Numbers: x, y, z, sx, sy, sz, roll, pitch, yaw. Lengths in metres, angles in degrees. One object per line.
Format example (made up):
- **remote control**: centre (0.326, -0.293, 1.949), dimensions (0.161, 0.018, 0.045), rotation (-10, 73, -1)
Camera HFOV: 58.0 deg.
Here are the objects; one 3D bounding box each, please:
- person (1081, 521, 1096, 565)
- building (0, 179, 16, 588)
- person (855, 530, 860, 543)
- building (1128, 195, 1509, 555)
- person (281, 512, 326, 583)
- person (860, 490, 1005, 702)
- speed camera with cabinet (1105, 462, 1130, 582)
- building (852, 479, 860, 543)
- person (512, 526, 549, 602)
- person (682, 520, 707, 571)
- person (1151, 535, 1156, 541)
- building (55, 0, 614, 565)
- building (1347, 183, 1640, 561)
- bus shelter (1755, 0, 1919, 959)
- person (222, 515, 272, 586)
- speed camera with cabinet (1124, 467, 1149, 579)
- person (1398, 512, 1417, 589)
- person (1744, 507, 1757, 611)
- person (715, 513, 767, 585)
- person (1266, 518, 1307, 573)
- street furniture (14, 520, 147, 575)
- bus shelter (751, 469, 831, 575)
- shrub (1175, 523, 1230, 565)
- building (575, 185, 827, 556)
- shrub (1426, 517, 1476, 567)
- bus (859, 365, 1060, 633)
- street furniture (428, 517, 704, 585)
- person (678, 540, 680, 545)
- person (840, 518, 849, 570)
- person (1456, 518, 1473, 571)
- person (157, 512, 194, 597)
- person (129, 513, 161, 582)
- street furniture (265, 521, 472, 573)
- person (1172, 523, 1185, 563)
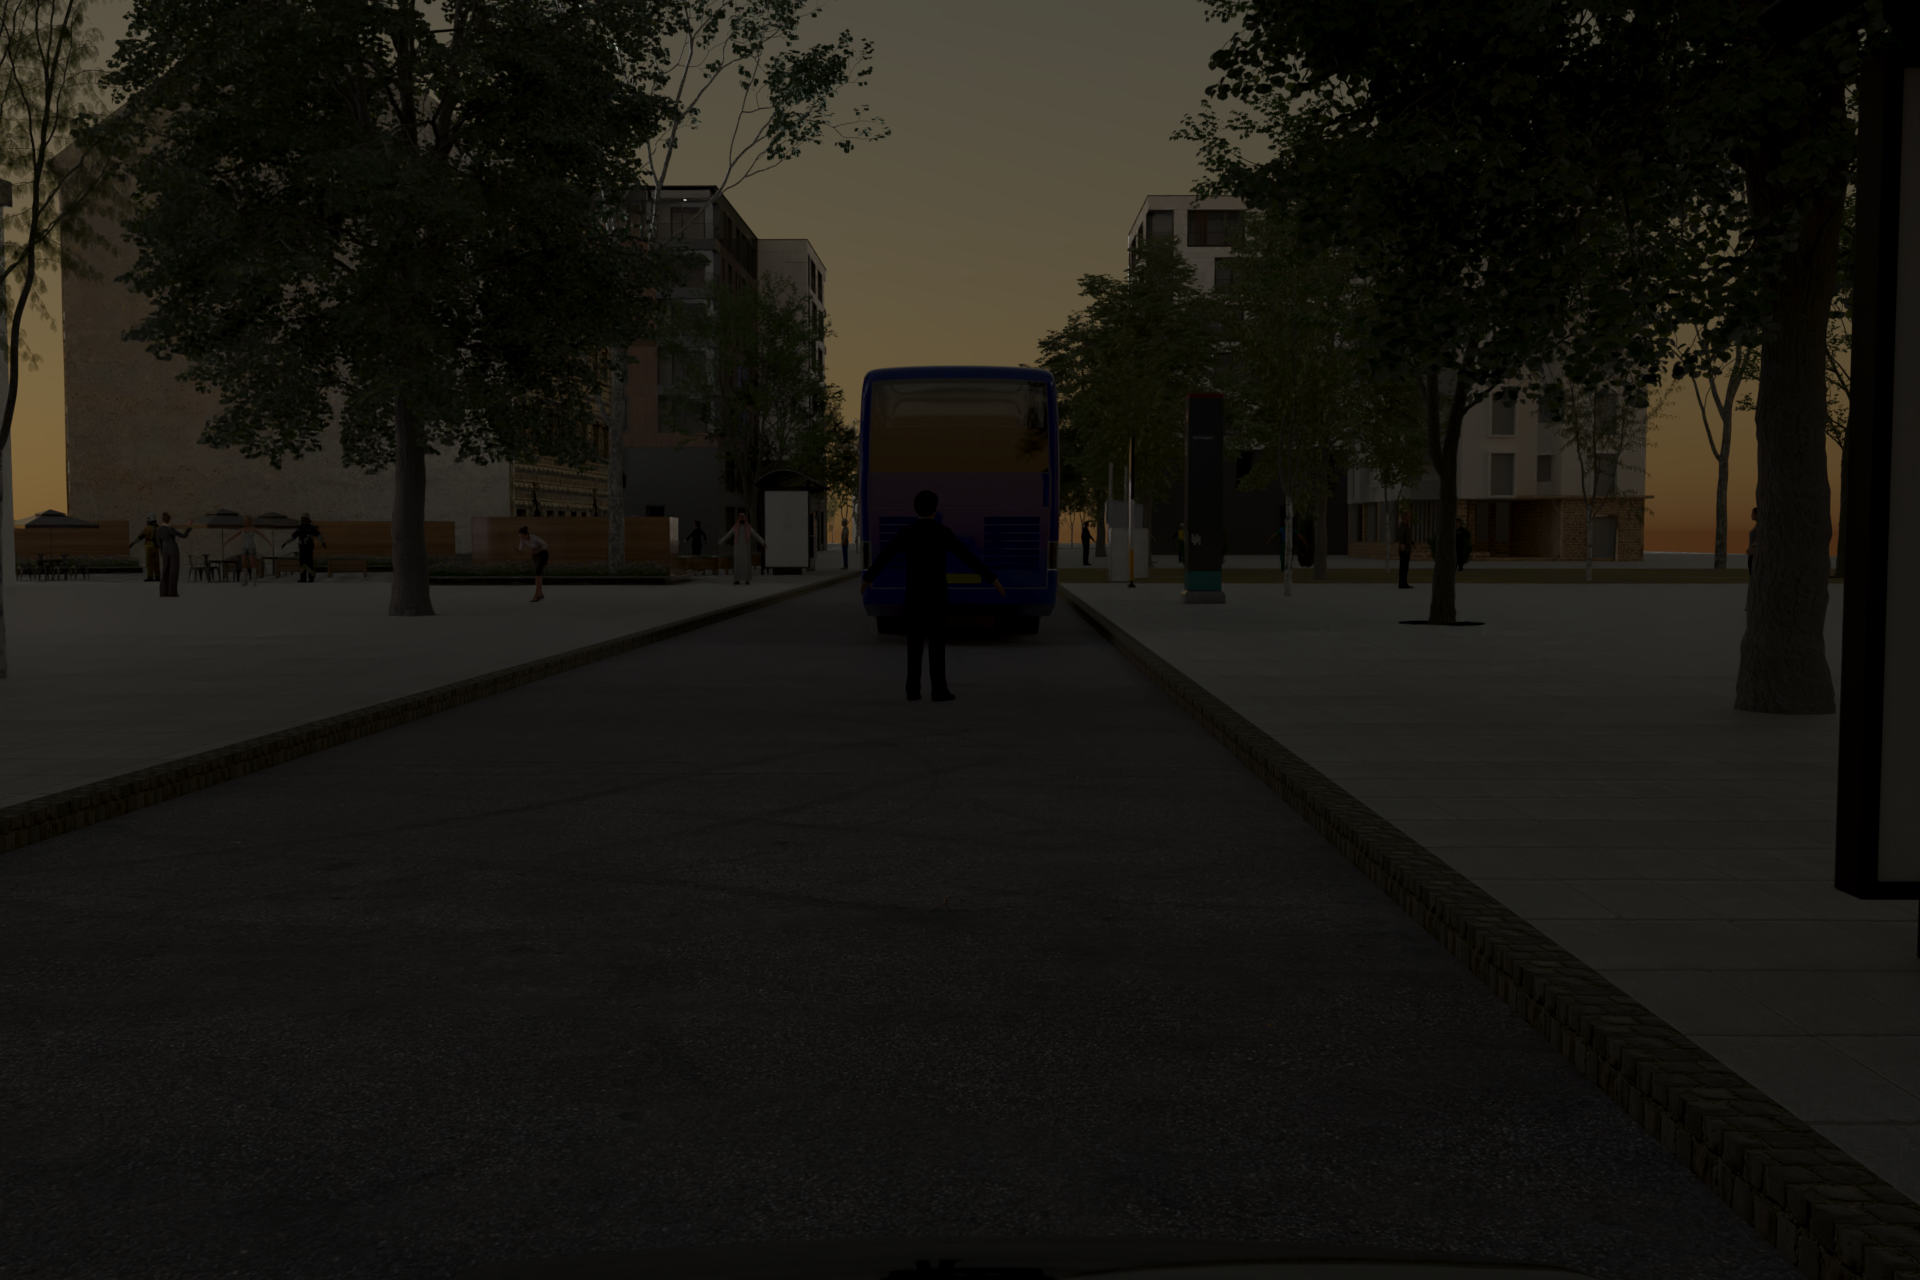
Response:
- **person**: centre (5.200, -3.955, 70.882), dimensions (0.704, 1.802, 1.346), rotation (-1, 4, -18)
- **building**: centre (-23.641, -5.223, 27.538), dimensions (9.099, 9.664, 28.070), rotation (0, 4, 1)
- **person**: centre (-3.793, -3.871, 69.474), dimensions (0.705, 1.806, 1.347), rotation (3, 5, 39)
- **building**: centre (25.428, -16.934, 120.849), dimensions (27.936, 21.610, 32.646), rotation (0, 4, 1)
- **person**: centre (-17.295, -2.446, 45.768), dimensions (1.354, 1.856, 0.705), rotation (1, 4, 16)
- **person**: centre (-0.274, -0.385, 14.931), dimensions (1.347, 1.806, 0.705), rotation (1, 4, 21)
- **speed camera with cabinet**: centre (4.330, -3.224, 47.047), dimensions (0.660, 3.252, 2.038), rotation (0, 4, 1)
- **building**: centre (-0.594, -18.087, 240.322), dimensions (28.070, 9.664, 9.099), rotation (0, 4, 4)
- **person**: centre (-8.072, -1.430, 32.606), dimensions (0.628, 1.438, 0.799), rotation (-1, 4, -8)
- **person**: centre (-8.783, -3.103, 57.461), dimensions (0.721, 1.740, 1.216), rotation (2, 4, 32)
- **person**: centre (8.988, -4.771, 84.815), dimensions (1.217, 1.733, 0.721), rotation (1, 4, 11)
- **building**: centre (-27.246, -15.207, 79.555), dimensions (19.493, 23.208, 18.063), rotation (0, 4, 2)
- **building**: centre (26.464, -14.531, 94.007), dimensions (16.016, 20.090, 11.380), rotation (0, 4, 1)
- **bus shelter**: centre (3.391, -0.529, 2.569), dimensions (2.014, 3.302, 5.546), rotation (0, 4, 1)
- **person**: centre (-17.528, -2.202, 42.614), dimensions (1.214, 1.753, 0.721), rotation (0, 4, -4)
- **speed camera with cabinet**: centre (5.072, -3.413, 50.143), dimensions (0.660, 3.252, 2.038), rotation (0, 4, 0)
- **person**: centre (10.501, -2.116, 40.774), dimensions (0.705, 1.807, 1.348), rotation (2, 4, 27)
- **person**: centre (13.194, -1.350, 28.888), dimensions (0.721, 1.737, 1.217), rotation (1, 4, 23)
- **person**: centre (-5.534, -2.312, 43.941), dimensions (1.347, 1.811, 0.704), rotation (0, 4, 5)
- **person**: centre (10.903, -3.161, 57.815), dimensions (1.347, 1.817, 0.704), rotation (0, 4, 5)
- **street furniture**: centre (-31.562, -3.011, 56.085), dimensions (9.812, 1.723, 11.010), rotation (-3, 5, -40)
- **bus shelter**: centre (-5.449, -3.832, 56.575), dimensions (2.014, 3.302, 5.546), rotation (0, 4, 0)
- **shrub**: centre (7.855, -3.181, 56.047), dimensions (1.661, 2.075, 1.752), rotation (0, 3, 0)
- **building**: centre (-24.515, -16.773, 118.218), dimensions (27.936, 21.610, 32.646), rotation (0, 4, 1)
- **shrub**: centre (17.978, -3.633, 63.435), dimensions (1.661, 2.075, 1.752), rotation (0, 3, 0)
- **bus**: centre (-0.048, -2.218, 27.816), dimensions (2.896, 3.916, 12.251), rotation (0, 4, 0)
- **street furniture**: centre (-11.568, -2.387, 45.889), dimensions (9.812, 1.723, 11.010), rotation (0, 4, -3)
- **person**: centre (-13.507, -4.398, 81.168), dimensions (0.599, 1.433, 0.991), rotation (3, 5, 42)
- **person**: centre (-4.183, -3.468, 62.559), dimensions (0.705, 1.847, 1.347), rotation (0, 4, -4)
- **person**: centre (17.149, -3.290, 59.727), dimensions (0.705, 1.837, 1.347), rotation (-3, 5, -39)
- **person**: centre (-15.983, -1.742, 35.320), dimensions (0.742, 1.727, 0.445), rotation (-1, 4, -16)
- **person**: centre (-21.814, -2.506, 46.742), dimensions (0.705, 1.858, 1.354), rotation (1, 4, 21)
- **street furniture**: centre (-18.985, -3.272, 60.359), dimensions (11.010, 1.723, 9.812), rotation (-1, 4, -18)
- **person**: centre (9.940, -4.319, 77.081), dimensions (1.216, 1.772, 0.721), rotation (3, 4, 37)
